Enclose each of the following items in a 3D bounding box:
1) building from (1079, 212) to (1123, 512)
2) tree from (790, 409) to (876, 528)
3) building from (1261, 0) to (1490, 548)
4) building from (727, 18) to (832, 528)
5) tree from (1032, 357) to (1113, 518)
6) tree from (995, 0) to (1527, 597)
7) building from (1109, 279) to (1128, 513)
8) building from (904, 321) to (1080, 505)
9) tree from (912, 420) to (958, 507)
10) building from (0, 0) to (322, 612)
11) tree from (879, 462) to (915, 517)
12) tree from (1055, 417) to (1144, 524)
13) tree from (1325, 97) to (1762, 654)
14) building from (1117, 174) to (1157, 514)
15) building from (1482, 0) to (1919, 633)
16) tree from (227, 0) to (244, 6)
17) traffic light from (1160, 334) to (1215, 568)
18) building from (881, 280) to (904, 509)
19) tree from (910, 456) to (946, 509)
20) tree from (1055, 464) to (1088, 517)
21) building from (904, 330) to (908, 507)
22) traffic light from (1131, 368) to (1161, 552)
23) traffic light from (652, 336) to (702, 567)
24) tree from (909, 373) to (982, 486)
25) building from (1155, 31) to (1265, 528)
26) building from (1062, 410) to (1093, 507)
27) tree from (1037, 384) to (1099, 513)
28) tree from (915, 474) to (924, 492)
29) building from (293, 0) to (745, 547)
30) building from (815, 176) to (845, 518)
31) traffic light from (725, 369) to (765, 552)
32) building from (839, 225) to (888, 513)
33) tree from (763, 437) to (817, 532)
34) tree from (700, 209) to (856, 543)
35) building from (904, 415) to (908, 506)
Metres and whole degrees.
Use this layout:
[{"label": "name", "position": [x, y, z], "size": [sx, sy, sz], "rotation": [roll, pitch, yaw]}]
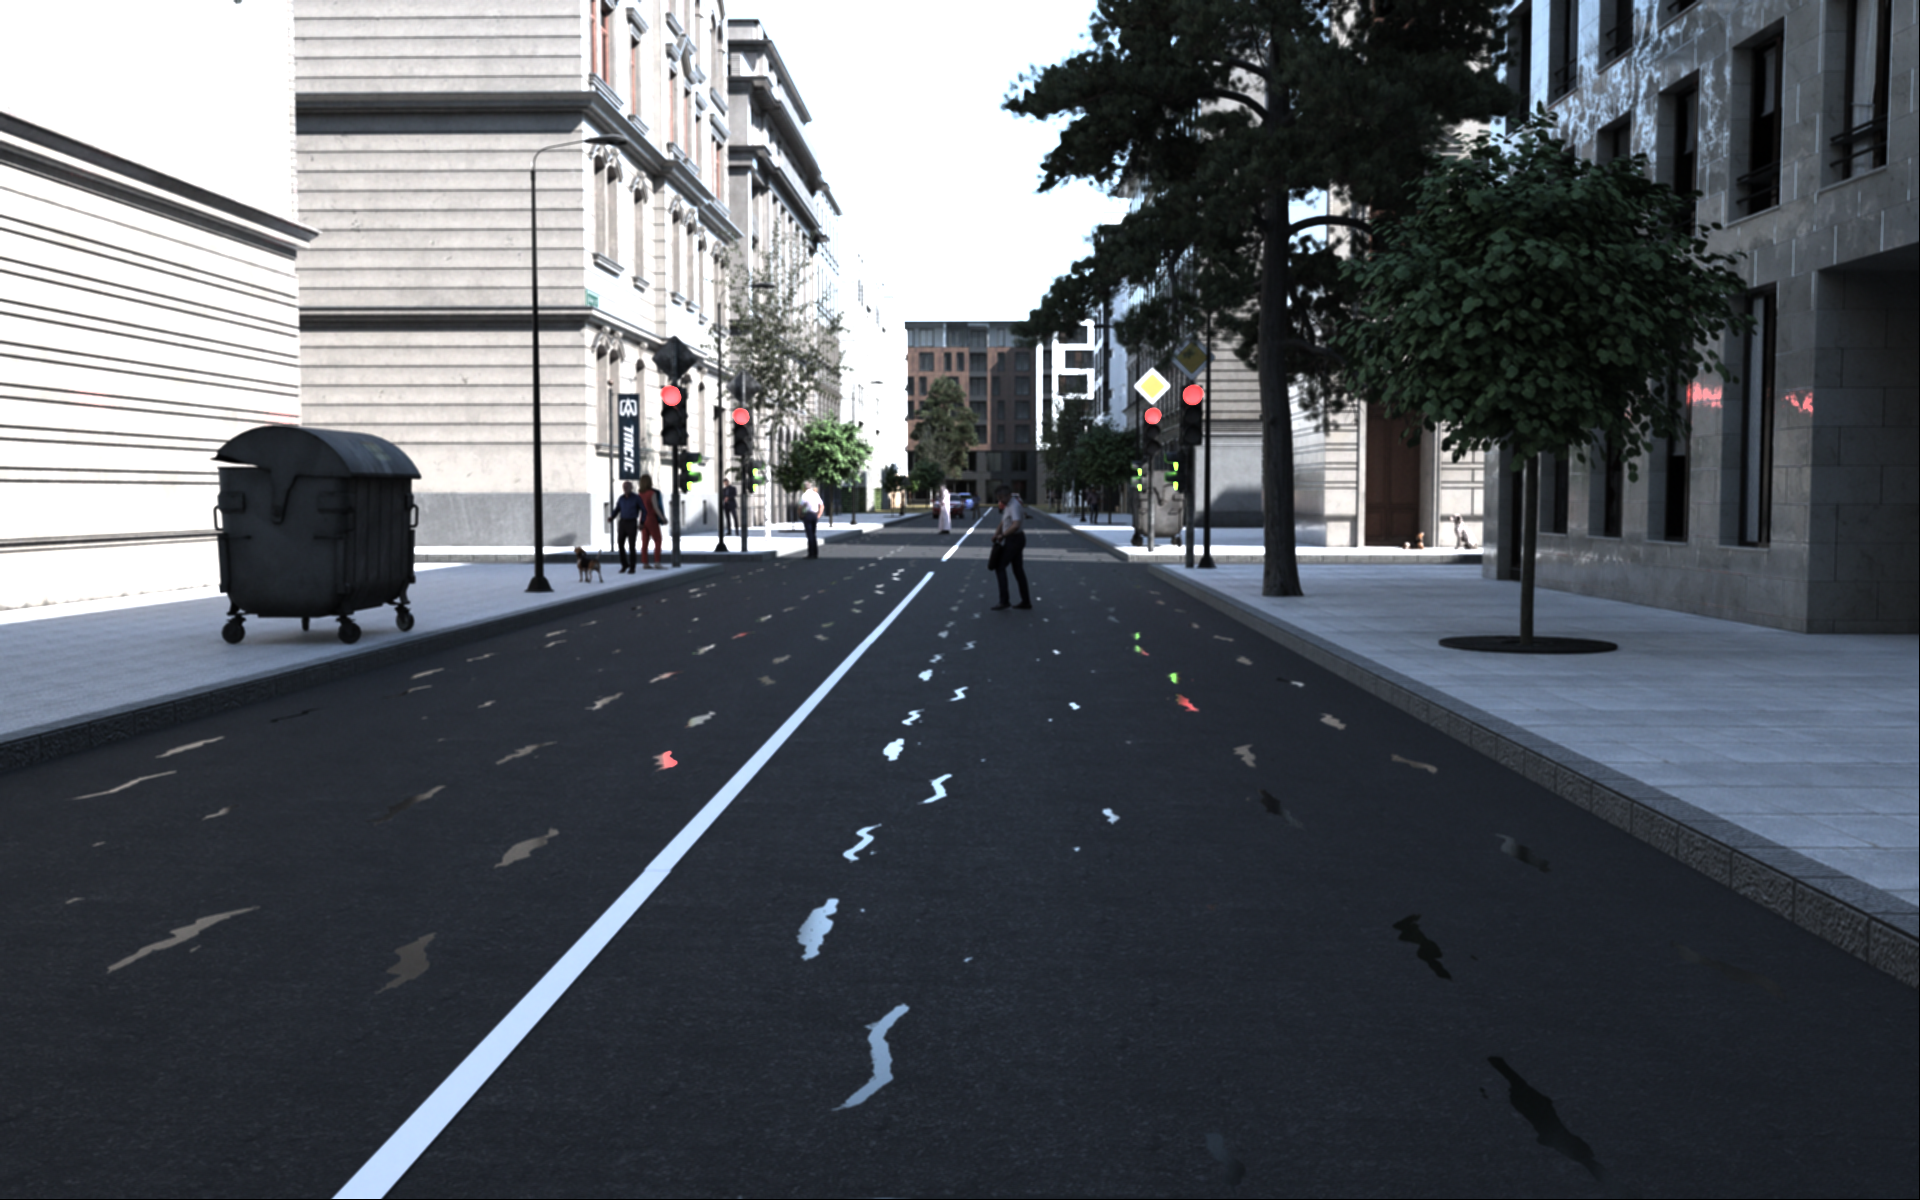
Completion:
[{"label": "building", "position": [24.738, -18.201, 141.564], "size": [27.936, 21.610, 32.646], "rotation": [0, 4, 1]}, {"label": "tree", "position": [-4.915, -5.045, 66.198], "size": [4.285, 4.588, 4.351], "rotation": [0, 3, 0]}, {"label": "building", "position": [18.609, -12.798, 45.406], "size": [21.152, 22.565, 11.583], "rotation": [0, 4, 1]}, {"label": "building", "position": [-13.483, -14.365, 76.667], "size": [13.314, 21.916, 24.055], "rotation": [0, 4, 1]}, {"label": "tree", "position": [6.173, -8.776, 93.854], "size": [4.360, 8.622, 3.978], "rotation": [0, 3, 0]}, {"label": "tree", "position": [3.977, -6.090, 21.623], "size": [6.751, 12.117, 7.091], "rotation": [0, 3, 0]}, {"label": "building", "position": [18.471, -16.108, 119.790], "size": [16.016, 20.091, 11.380], "rotation": [0, 4, 1]}, {"label": "building", "position": [7.054, -22.661, 214.484], "size": [32.646, 21.610, 27.936], "rotation": [0, 4, 1]}, {"label": "tree", "position": [-2.651, -13.562, 172.102], "size": [4.360, 8.622, 3.978], "rotation": [0, 3, 0]}, {"label": "building", "position": [-20.090, -11.330, 21.398], "size": [21.152, 22.565, 11.583], "rotation": [0, 4, 1]}, {"label": "tree", "position": [-3.874, -6.235, 96.546], "size": [1.663, 3.219, 1.824], "rotation": [0, 3, 0]}, {"label": "tree", "position": [6.330, -5.497, 73.592], "size": [4.285, 4.588, 4.351], "rotation": [0, 3, 0]}, {"label": "tree", "position": [4.798, -1.876, 14.382], "size": [4.285, 4.588, 4.351], "rotation": [0, 3, 0]}, {"label": "building", "position": [17.734, -16.193, 98.040], "size": [16.112, 22.955, 30.059], "rotation": [0, 4, 1]}, {"label": "building", "position": [13.015, -9.956, 17.528], "size": [10.420, 20.320, 16.860], "rotation": [0, 4, 1]}, {"label": "tree", "position": [-7.234, -5.135, 9.716], "size": [9.928, 11.665, 9.643], "rotation": [0, 3, 0]}, {"label": "traffic light", "position": [3.990, -2.500, 30.113], "size": [0.839, 4.213, 0.868], "rotation": [0, 4, 1]}, {"label": "building", "position": [-13.428, -18.028, 151.182], "size": [16.016, 20.091, 11.380], "rotation": [0, 4, 1]}, {"label": "tree", "position": [-2.848, -10.132, 149.369], "size": [4.285, 4.588, 4.351], "rotation": [0, 3, 0]}, {"label": "tree", "position": [6.502, -6.388, 99.040], "size": [1.663, 3.219, 1.824], "rotation": [0, 3, 0]}, {"label": "building", "position": [-12.933, -18.723, 162.533], "size": [16.016, 20.091, 11.380], "rotation": [0, 4, 1]}, {"label": "traffic light", "position": [4.192, -2.988, 38.096], "size": [0.839, 4.213, 0.868], "rotation": [0, 4, 1]}, {"label": "traffic light", "position": [-4.969, -2.512, 30.324], "size": [0.839, 4.213, 0.868], "rotation": [0, 4, 1]}, {"label": "tree", "position": [-1.548, -16.792, 181.965], "size": [7.806, 13.903, 7.818], "rotation": [0, 3, 0]}, {"label": "building", "position": [13.815, -13.757, 74.073], "size": [9.793, 20.994, 18.267], "rotation": [0, 4, 1]}, {"label": "building", "position": [15.096, -14.101, 172.693], "size": [9.099, 9.664, 28.070], "rotation": [0, 4, 1]}, {"label": "tree", "position": [7.342, -10.161, 116.494], "size": [4.737, 8.622, 4.395], "rotation": [0, 3, 0]}, {"label": "tree", "position": [-3.827, -8.671, 136.371], "size": [1.663, 3.219, 1.824], "rotation": [0, 3, 0]}, {"label": "building", "position": [-14.843, -16.201, 52.272], "size": [14.401, 28.519, 23.554], "rotation": [0, 4, 1]}, {"label": "building", "position": [-12.247, -15.245, 98.408], "size": [9.793, 20.994, 18.267], "rotation": [0, 4, 1]}, {"label": "traffic light", "position": [-4.766, -3.001, 38.306], "size": [0.839, 4.213, 0.868], "rotation": [0, 4, 1]}, {"label": "building", "position": [-14.818, -16.110, 129.855], "size": [16.747, 18.905, 31.486], "rotation": [0, 4, 1]}, {"label": "tree", "position": [-5.543, -3.902, 58.394], "size": [1.663, 3.219, 1.824], "rotation": [0, 3, 0]}, {"label": "tree", "position": [-5.014, -5.840, 45.853], "size": [4.360, 8.622, 3.978], "rotation": [0, 3, 0]}, {"label": "building", "position": [-19.781, -14.743, 183.193], "size": [28.070, 9.664, 9.099], "rotation": [0, 4, 1]}]
